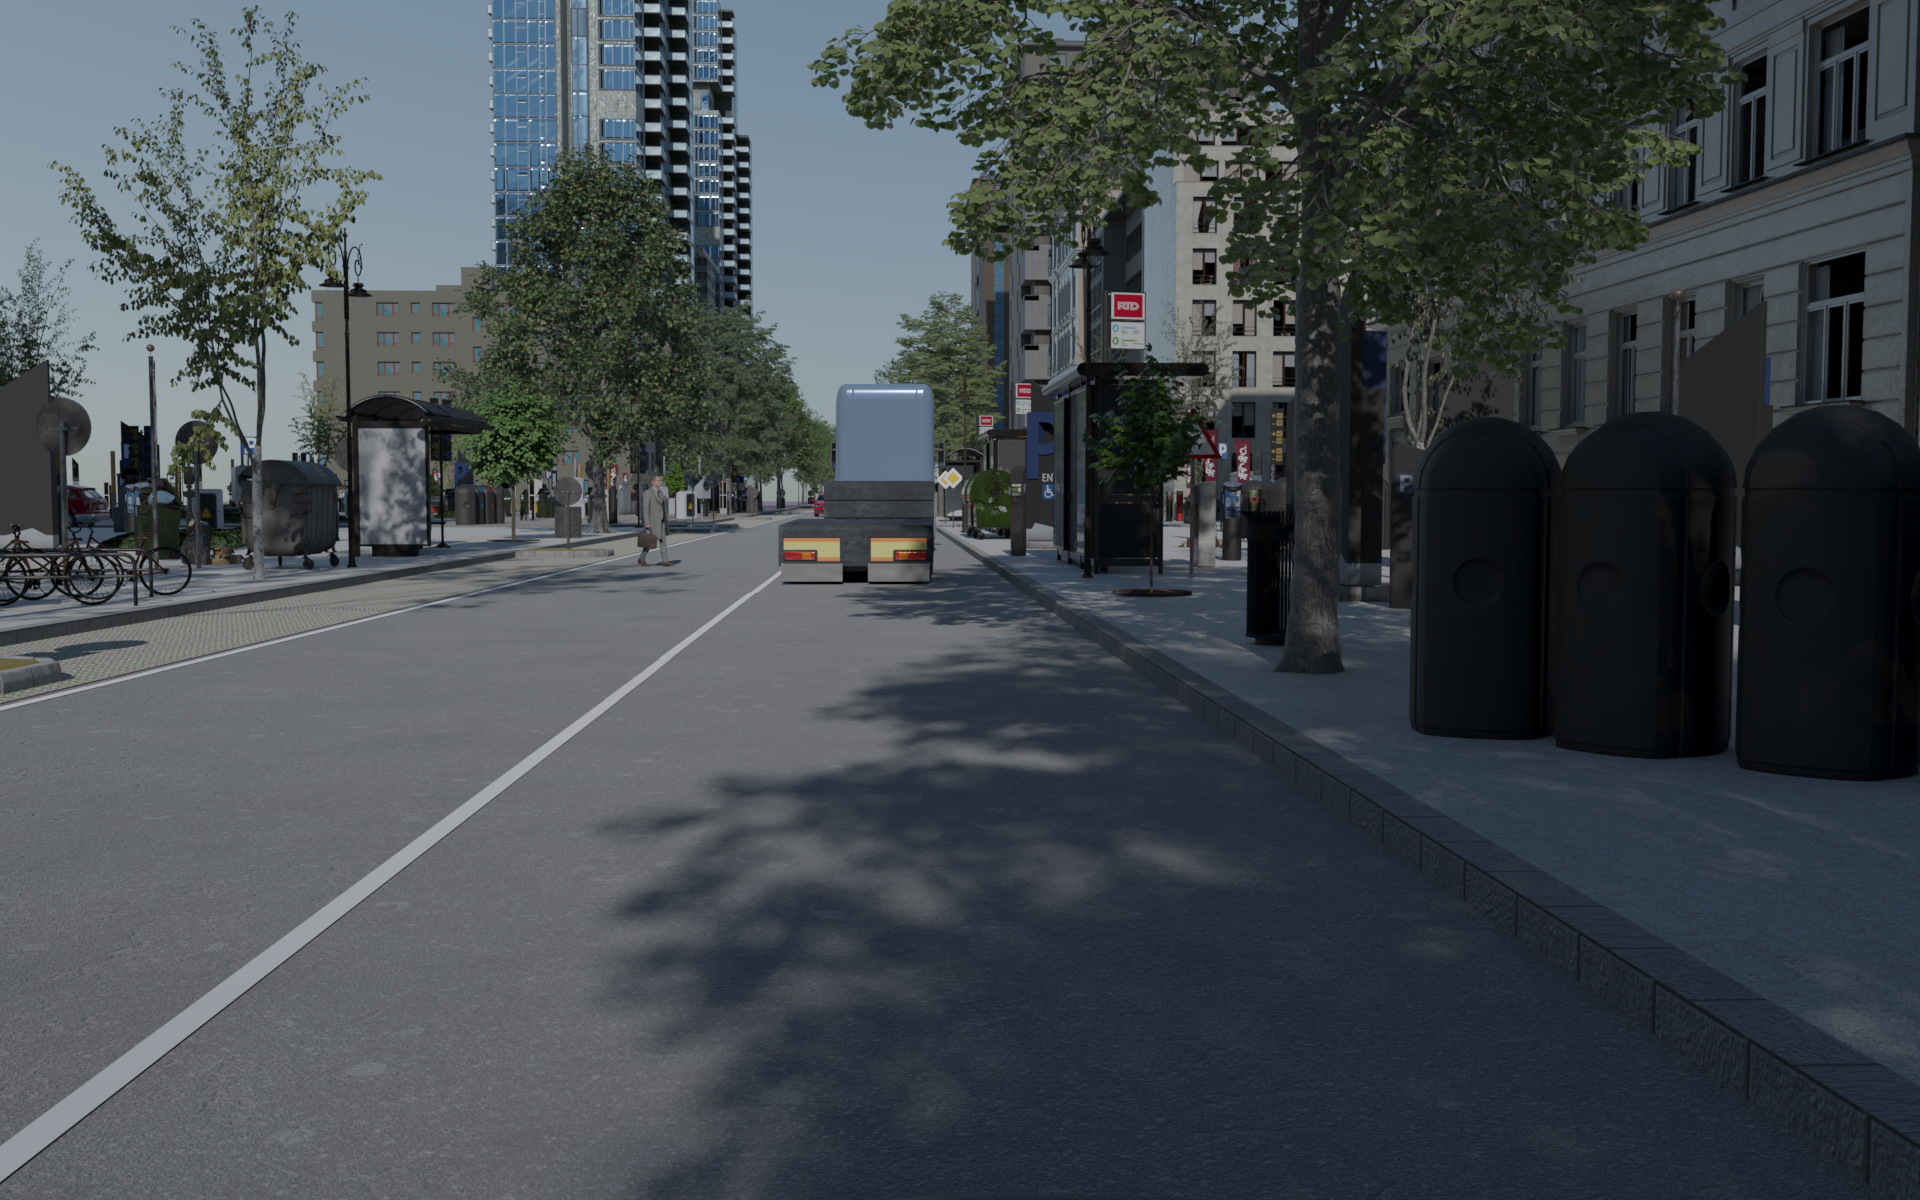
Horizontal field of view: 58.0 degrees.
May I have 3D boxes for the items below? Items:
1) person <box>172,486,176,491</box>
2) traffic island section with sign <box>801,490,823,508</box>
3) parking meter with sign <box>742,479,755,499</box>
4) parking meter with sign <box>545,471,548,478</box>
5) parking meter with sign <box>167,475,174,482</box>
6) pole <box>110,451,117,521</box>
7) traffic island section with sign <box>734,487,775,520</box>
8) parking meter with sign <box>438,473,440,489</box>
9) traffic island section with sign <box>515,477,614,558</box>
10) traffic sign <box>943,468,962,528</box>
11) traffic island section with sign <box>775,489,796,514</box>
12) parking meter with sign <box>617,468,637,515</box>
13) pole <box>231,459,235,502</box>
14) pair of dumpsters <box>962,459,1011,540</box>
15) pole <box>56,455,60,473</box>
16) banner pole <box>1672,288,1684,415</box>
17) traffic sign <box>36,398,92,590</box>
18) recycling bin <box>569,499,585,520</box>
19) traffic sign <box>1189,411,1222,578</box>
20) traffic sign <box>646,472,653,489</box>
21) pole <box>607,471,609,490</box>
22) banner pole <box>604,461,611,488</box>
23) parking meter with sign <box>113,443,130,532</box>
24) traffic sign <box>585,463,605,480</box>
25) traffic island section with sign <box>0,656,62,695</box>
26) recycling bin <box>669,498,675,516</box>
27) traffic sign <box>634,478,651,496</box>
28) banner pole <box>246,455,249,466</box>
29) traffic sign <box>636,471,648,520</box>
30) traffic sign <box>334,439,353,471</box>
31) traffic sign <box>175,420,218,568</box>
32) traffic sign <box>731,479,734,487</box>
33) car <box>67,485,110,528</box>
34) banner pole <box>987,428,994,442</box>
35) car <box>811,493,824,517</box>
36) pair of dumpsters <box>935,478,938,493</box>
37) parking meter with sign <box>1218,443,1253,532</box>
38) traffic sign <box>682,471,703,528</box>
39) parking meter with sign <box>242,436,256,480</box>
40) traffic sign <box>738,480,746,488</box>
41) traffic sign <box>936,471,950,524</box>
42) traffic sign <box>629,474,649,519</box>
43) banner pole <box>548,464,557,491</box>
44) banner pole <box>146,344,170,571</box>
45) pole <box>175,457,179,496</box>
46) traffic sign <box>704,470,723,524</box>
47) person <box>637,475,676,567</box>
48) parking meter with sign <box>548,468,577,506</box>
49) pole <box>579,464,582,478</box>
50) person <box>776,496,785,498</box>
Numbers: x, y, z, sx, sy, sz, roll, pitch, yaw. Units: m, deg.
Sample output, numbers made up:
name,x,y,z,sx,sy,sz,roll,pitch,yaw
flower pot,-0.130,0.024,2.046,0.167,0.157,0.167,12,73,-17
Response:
name,x,y,z,sx,sy,sz,roll,pitch,yaw
person,-30.512,-3.545,67.136,0.731,1.740,0.598,0,4,8
traffic island section with sign,-14.877,-10.081,173.446,1.989,1.847,2.006,0,4,-3
parking meter with sign,-18.204,-9.262,147.691,1.738,3.016,0.543,-2,4,-30
parking meter with sign,-30.837,-8.308,132.101,1.738,3.016,0.543,3,4,37
parking meter with sign,-65.490,-9.013,143.624,0.543,3.016,1.738,-2,4,-27
pole,-39.950,-5.377,81.750,0.158,3.312,0.155,0,3,0
traffic island section with sign,-11.481,-5.353,96.150,1.989,1.847,2.006,0,4,-3
parking meter with sign,-42.710,-8.891,141.630,0.543,3.016,1.738,-1,4,-10
traffic island section with sign,-8.978,-1.891,39.553,1.989,1.847,2.006,0,4,-3
traffic sign,-0.261,-3.805,65.855,0.795,2.450,0.064,0,4,-3
traffic island section with sign,-12.667,-7.000,123.079,1.989,1.847,2.006,0,4,-3
parking meter with sign,-21.035,-6.880,108.757,0.543,3.016,1.738,3,4,37
pole,-42.277,-6.537,100.727,0.158,3.312,0.155,0,3,0
pair of dumpsters,0.922,-2.930,50.401,1.574,2.255,4.437,0,4,-2
pole,-23.420,-3.137,45.133,0.158,3.312,0.155,0,3,0
banner pole,8.661,-1.894,20.984,0.401,3.779,0.863,1,4,20
traffic sign,-11.905,-1.401,23.012,0.768,2.556,0.104,0,4,5
recycling bin,-19.128,-4.499,86.114,0.722,1.027,0.722,-3,4,-37
traffic sign,3.528,-1.609,26.316,0.884,2.594,0.081,0,4,5
traffic sign,-15.950,-5.360,88.820,0.795,2.450,0.064,0,3,0
pole,-20.363,-6.508,100.245,0.158,3.312,0.155,0,3,0
banner pole,-15.780,-5.335,77.250,0.863,3.779,0.401,2,4,35
parking meter with sign,-28.409,-3.833,58.938,0.543,3.016,1.738,-1,4,-12
traffic sign,-13.617,-3.947,64.634,0.768,2.556,0.104,0,4,5
traffic island section with sign,-7.803,-0.244,12.623,1.989,1.847,2.006,0,4,-3
recycling bin,-16.970,-5.580,103.783,0.722,1.027,0.722,3,5,42
traffic sign,-16.050,-5.355,87.561,0.884,2.594,0.081,0,4,6
banner pole,-36.098,-5.982,87.822,0.401,3.779,0.863,-2,4,-33
traffic sign,-15.576,-5.157,84.419,0.768,2.556,0.104,0,4,3
traffic sign,-13.767,-2.387,39.141,0.768,2.556,0.104,0,4,6
traffic sign,-13.176,-1.823,29.908,0.768,2.556,0.104,0,4,3
traffic sign,-18.238,-8.355,136.703,0.768,2.556,0.104,0,4,1
car,-36.347,-3.632,68.056,5.304,1.827,2.281,0,4,-4
banner pole,1.168,-4.646,65.977,0.401,3.779,0.863,-2,4,-24
car,-8.396,-6.217,110.694,2.155,1.783,4.494,0,4,-3
pair of dumpsters,-1.312,-6.298,105.471,1.574,2.255,4.437,0,4,-3
parking meter with sign,9.485,-3.803,58.437,0.543,3.016,1.738,-3,5,-44
traffic sign,-10.096,-3.780,65.444,0.795,2.450,0.064,0,4,-3
parking meter with sign,-21.623,-3.487,53.276,0.543,3.016,1.738,-1,4,-13
traffic sign,-18.499,-8.943,146.318,0.768,2.556,0.104,0,4,2
traffic sign,-0.612,-4.293,73.832,0.795,2.450,0.064,0,4,-3
traffic sign,-14.202,-4.686,76.627,0.884,2.594,0.081,0,4,5
banner pole,-29.557,-8.288,125.530,0.863,3.779,0.401,-2,4,-34
banner pole,-13.398,-2.374,28.828,0.401,3.779,0.863,-2,4,-30
pole,-42.845,-6.172,94.749,0.158,3.312,0.155,0,3,0
traffic sign,-10.448,-4.268,73.421,0.795,2.450,0.064,0,4,-3
person,-5.991,-1.563,34.160,0.767,1.812,0.694,2,4,27
parking meter with sign,-26.952,-7.441,117.928,1.738,3.016,0.543,0,4,-6
pole,-25.647,-7.535,117.041,0.158,3.312,0.155,0,3,0
person,-23.488,-13.298,226.653,1.217,1.736,0.721,0,4,-6
